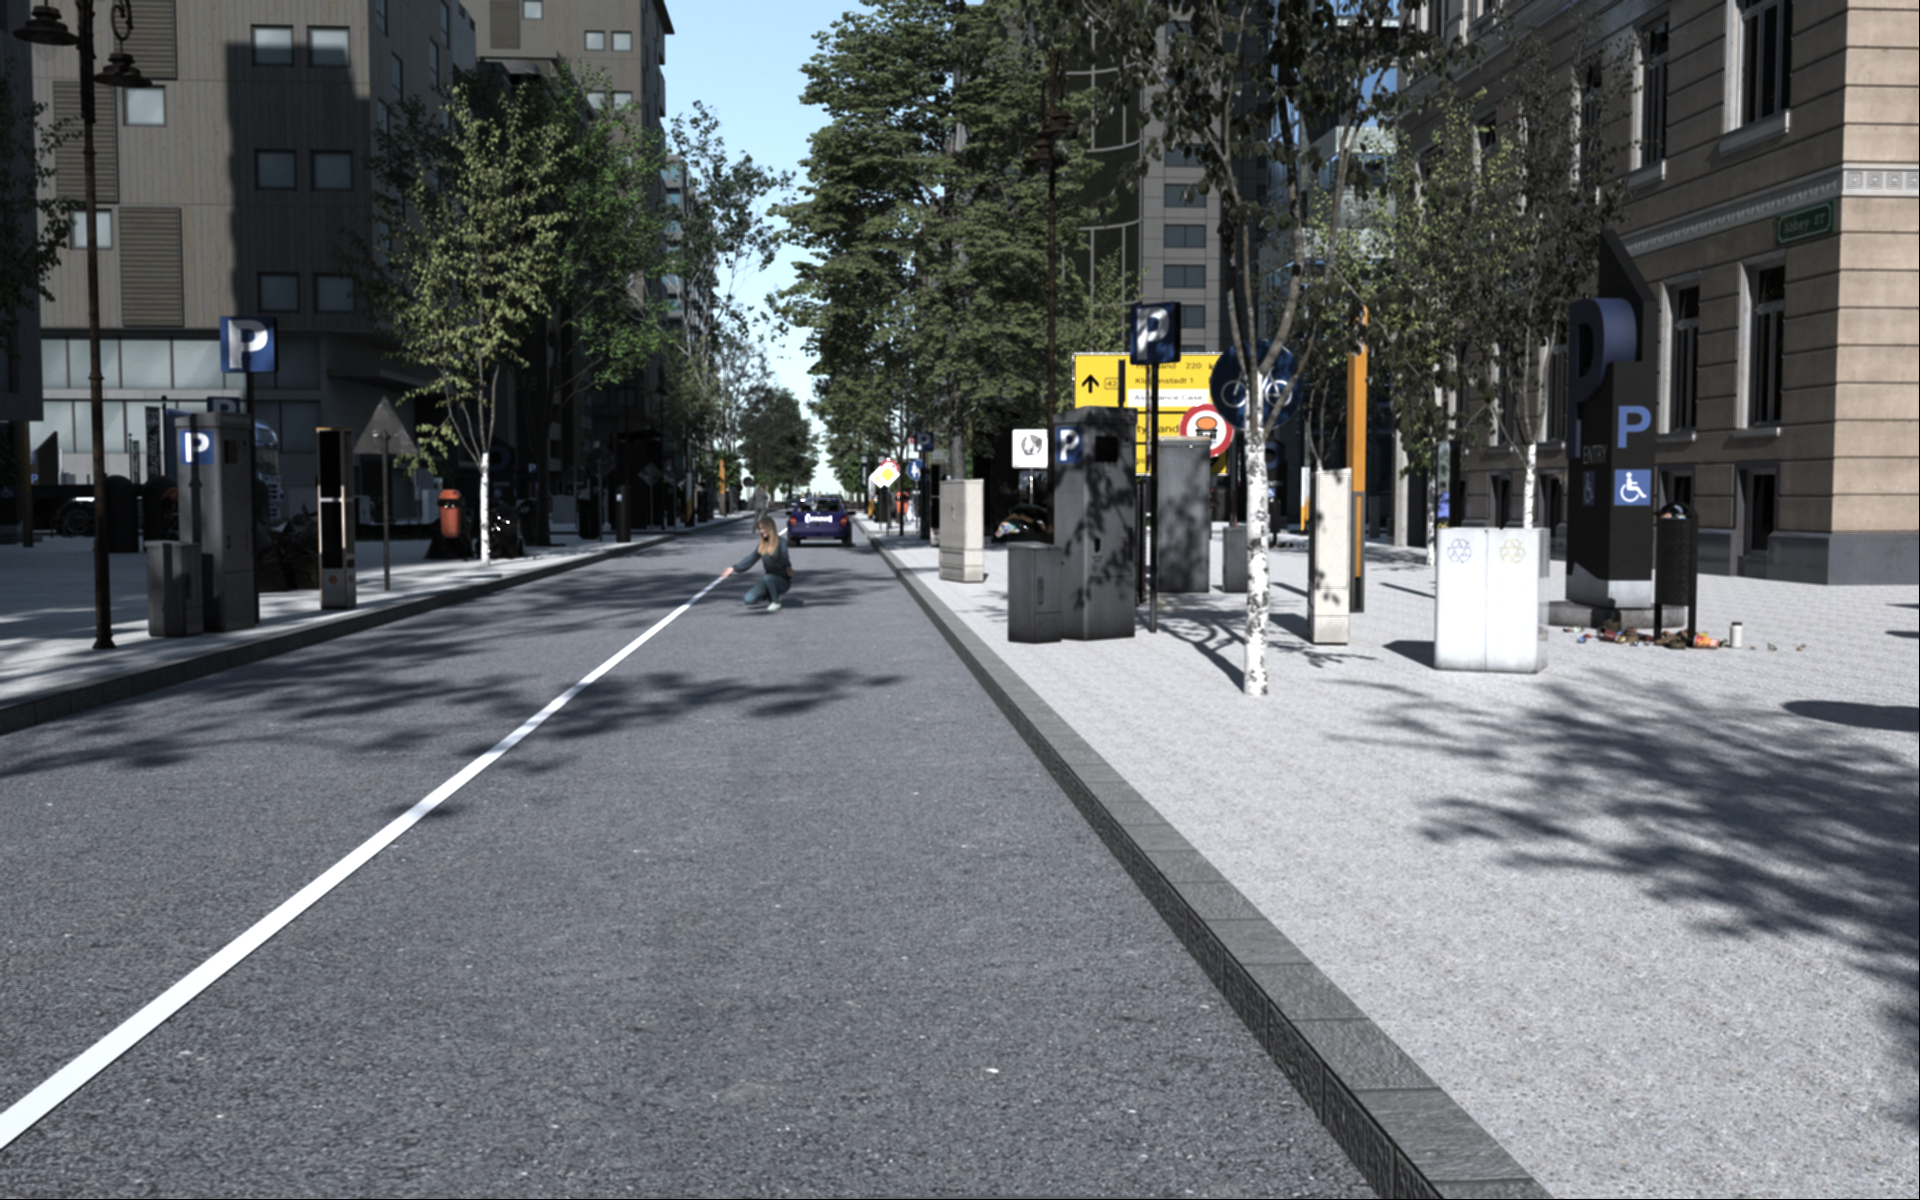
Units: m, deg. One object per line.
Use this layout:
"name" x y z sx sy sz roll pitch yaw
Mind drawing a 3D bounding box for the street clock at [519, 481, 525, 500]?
"street clock" -24.054 -5.539 95.127 0.358 2.002 0.471 -1 4 -17

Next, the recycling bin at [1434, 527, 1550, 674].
"recycling bin" 3.925 -0.013 12.761 0.722 1.027 0.722 2 4 25

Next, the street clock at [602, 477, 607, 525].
"street clock" -14.855 -4.107 71.715 0.471 2.002 0.358 1 4 9

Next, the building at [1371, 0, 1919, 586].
"building" 17.657 -15.146 33.545 13.634 28.700 20.117 0 4 -4

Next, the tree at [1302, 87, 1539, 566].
"tree" 8.220 -4.923 30.856 4.737 8.622 4.395 0 3 0

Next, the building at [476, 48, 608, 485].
"building" -44.369 -27.753 145.642 32.217 40.220 23.993 0 4 -4

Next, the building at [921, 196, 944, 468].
"building" 1.398 -37.289 259.791 14.600 45.320 14.200 0 4 -4

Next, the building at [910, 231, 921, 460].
"building" 3.236 -38.361 281.833 22.147 44.769 28.867 0 4 -4

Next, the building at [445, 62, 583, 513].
"building" -34.219 -21.263 119.355 14.160 30.474 14.107 0 4 -4

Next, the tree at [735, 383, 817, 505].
"tree" -21.727 -17.922 199.674 9.857 13.997 8.962 0 3 0

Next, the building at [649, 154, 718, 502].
"building" -47.633 -38.177 243.794 23.786 49.044 30.456 0 4 -4

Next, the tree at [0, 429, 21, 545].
"tree" -24.559 -3.034 44.205 1.663 3.219 1.824 0 3 0

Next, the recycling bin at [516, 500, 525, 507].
"recycling bin" -19.630 -3.967 77.419 0.722 1.027 0.722 -2 4 -30

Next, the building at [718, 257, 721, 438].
"building" -49.664 -40.078 274.885 23.786 49.044 30.456 0 4 -4

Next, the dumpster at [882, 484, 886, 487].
"dumpster" -3.686 -5.644 94.769 1.502 2.255 1.985 0 4 -4

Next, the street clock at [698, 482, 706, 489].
"street clock" -15.533 -6.105 104.389 0.471 2.002 0.358 1 4 14

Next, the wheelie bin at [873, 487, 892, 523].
"wheelie bin" -3.432 -4.261 77.568 0.693 1.594 0.980 2 4 33

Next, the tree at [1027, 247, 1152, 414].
"tree" 3.960 -6.230 52.215 4.737 8.622 4.395 0 3 0

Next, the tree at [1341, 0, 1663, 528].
"tree" 8.383 -4.611 25.752 4.360 8.622 3.978 0 3 0

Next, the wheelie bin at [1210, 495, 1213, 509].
"wheelie bin" 7.127 -2.688 51.864 0.693 1.594 0.980 -3 5 -42

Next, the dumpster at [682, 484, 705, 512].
"dumpster" -15.065 -5.631 97.817 1.264 1.857 1.865 0 4 -4

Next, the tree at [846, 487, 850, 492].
"tree" -13.435 -13.770 219.739 1.663 3.219 1.824 0 3 0

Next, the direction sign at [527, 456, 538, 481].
"direction sign" -25.397 -6.807 103.298 0.876 3.537 0.379 1 4 11

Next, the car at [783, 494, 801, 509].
"car" -15.876 -9.534 165.674 2.009 1.686 4.222 0 4 -5

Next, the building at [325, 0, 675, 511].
"building" -43.545 -35.613 171.508 28.713 52.752 27.495 0 4 -4

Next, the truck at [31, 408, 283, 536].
"truck" -30.633 -3.967 54.620 18.799 4.110 2.967 0 4 -6

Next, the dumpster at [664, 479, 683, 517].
"dumpster" -16.525 -5.876 98.565 1.502 2.255 1.985 0 4 -4

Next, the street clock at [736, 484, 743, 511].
"street clock" -16.426 -7.613 129.049 0.358 2.002 0.471 3 4 38

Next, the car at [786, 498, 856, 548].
"car" -3.845 -2.150 47.732 1.945 1.354 3.894 0 4 -3

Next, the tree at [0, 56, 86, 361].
"tree" -16.577 -4.786 28.614 4.737 8.622 4.395 0 3 0

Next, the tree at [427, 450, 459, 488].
"tree" -23.308 -5.029 76.822 1.663 3.219 1.824 0 3 0

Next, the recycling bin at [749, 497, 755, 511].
"recycling bin" -15.423 -7.215 130.524 0.722 1.027 0.722 2 4 33

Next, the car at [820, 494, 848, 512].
"car" -7.443 -5.531 100.214 2.009 1.686 4.222 0 4 -5

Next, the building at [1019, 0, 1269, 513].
"building" 13.406 -42.093 126.469 20.563 71.187 20.611 0 4 -4

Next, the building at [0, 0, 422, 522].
"building" -40.502 -30.525 88.322 28.713 52.752 27.495 0 4 -4

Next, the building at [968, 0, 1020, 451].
"building" 12.214 -33.016 163.516 21.300 48.544 21.600 0 4 -4

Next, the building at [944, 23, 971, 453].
"building" 13.480 -36.624 188.048 28.713 52.752 27.495 0 4 -4

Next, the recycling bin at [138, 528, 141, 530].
"recycling bin" -29.331 -3.072 62.786 0.722 1.027 0.722 1 4 21

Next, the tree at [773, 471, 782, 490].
"tree" -21.102 -12.489 187.909 4.285 4.588 4.351 0 3 0

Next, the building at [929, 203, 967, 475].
"building" 2.466 -34.378 245.676 14.154 41.232 14.086 0 4 -4

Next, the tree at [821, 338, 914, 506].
"tree" -10.185 -20.248 186.943 12.611 20.169 13.585 0 3 0

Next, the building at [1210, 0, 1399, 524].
"building" 28.320 -47.176 84.005 31.000 86.520 22.319 0 4 -4

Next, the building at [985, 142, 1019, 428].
"building" 8.943 -22.862 145.499 14.160 30.474 14.107 0 4 -4

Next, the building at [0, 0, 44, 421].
"building" -26.728 -21.334 32.408 14.086 41.232 14.154 0 4 -4

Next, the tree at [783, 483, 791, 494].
"tree" -25.100 -15.359 245.715 1.663 3.219 1.824 0 3 0

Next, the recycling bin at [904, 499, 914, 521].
"recycling bin" -2.575 -4.234 81.780 0.722 1.027 0.722 0 4 6

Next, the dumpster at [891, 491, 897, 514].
"dumpster" -3.348 -5.202 90.804 1.264 1.857 1.865 0 4 -4

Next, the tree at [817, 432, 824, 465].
"tree" -25.807 -21.827 263.532 9.857 13.997 8.962 0 3 0
